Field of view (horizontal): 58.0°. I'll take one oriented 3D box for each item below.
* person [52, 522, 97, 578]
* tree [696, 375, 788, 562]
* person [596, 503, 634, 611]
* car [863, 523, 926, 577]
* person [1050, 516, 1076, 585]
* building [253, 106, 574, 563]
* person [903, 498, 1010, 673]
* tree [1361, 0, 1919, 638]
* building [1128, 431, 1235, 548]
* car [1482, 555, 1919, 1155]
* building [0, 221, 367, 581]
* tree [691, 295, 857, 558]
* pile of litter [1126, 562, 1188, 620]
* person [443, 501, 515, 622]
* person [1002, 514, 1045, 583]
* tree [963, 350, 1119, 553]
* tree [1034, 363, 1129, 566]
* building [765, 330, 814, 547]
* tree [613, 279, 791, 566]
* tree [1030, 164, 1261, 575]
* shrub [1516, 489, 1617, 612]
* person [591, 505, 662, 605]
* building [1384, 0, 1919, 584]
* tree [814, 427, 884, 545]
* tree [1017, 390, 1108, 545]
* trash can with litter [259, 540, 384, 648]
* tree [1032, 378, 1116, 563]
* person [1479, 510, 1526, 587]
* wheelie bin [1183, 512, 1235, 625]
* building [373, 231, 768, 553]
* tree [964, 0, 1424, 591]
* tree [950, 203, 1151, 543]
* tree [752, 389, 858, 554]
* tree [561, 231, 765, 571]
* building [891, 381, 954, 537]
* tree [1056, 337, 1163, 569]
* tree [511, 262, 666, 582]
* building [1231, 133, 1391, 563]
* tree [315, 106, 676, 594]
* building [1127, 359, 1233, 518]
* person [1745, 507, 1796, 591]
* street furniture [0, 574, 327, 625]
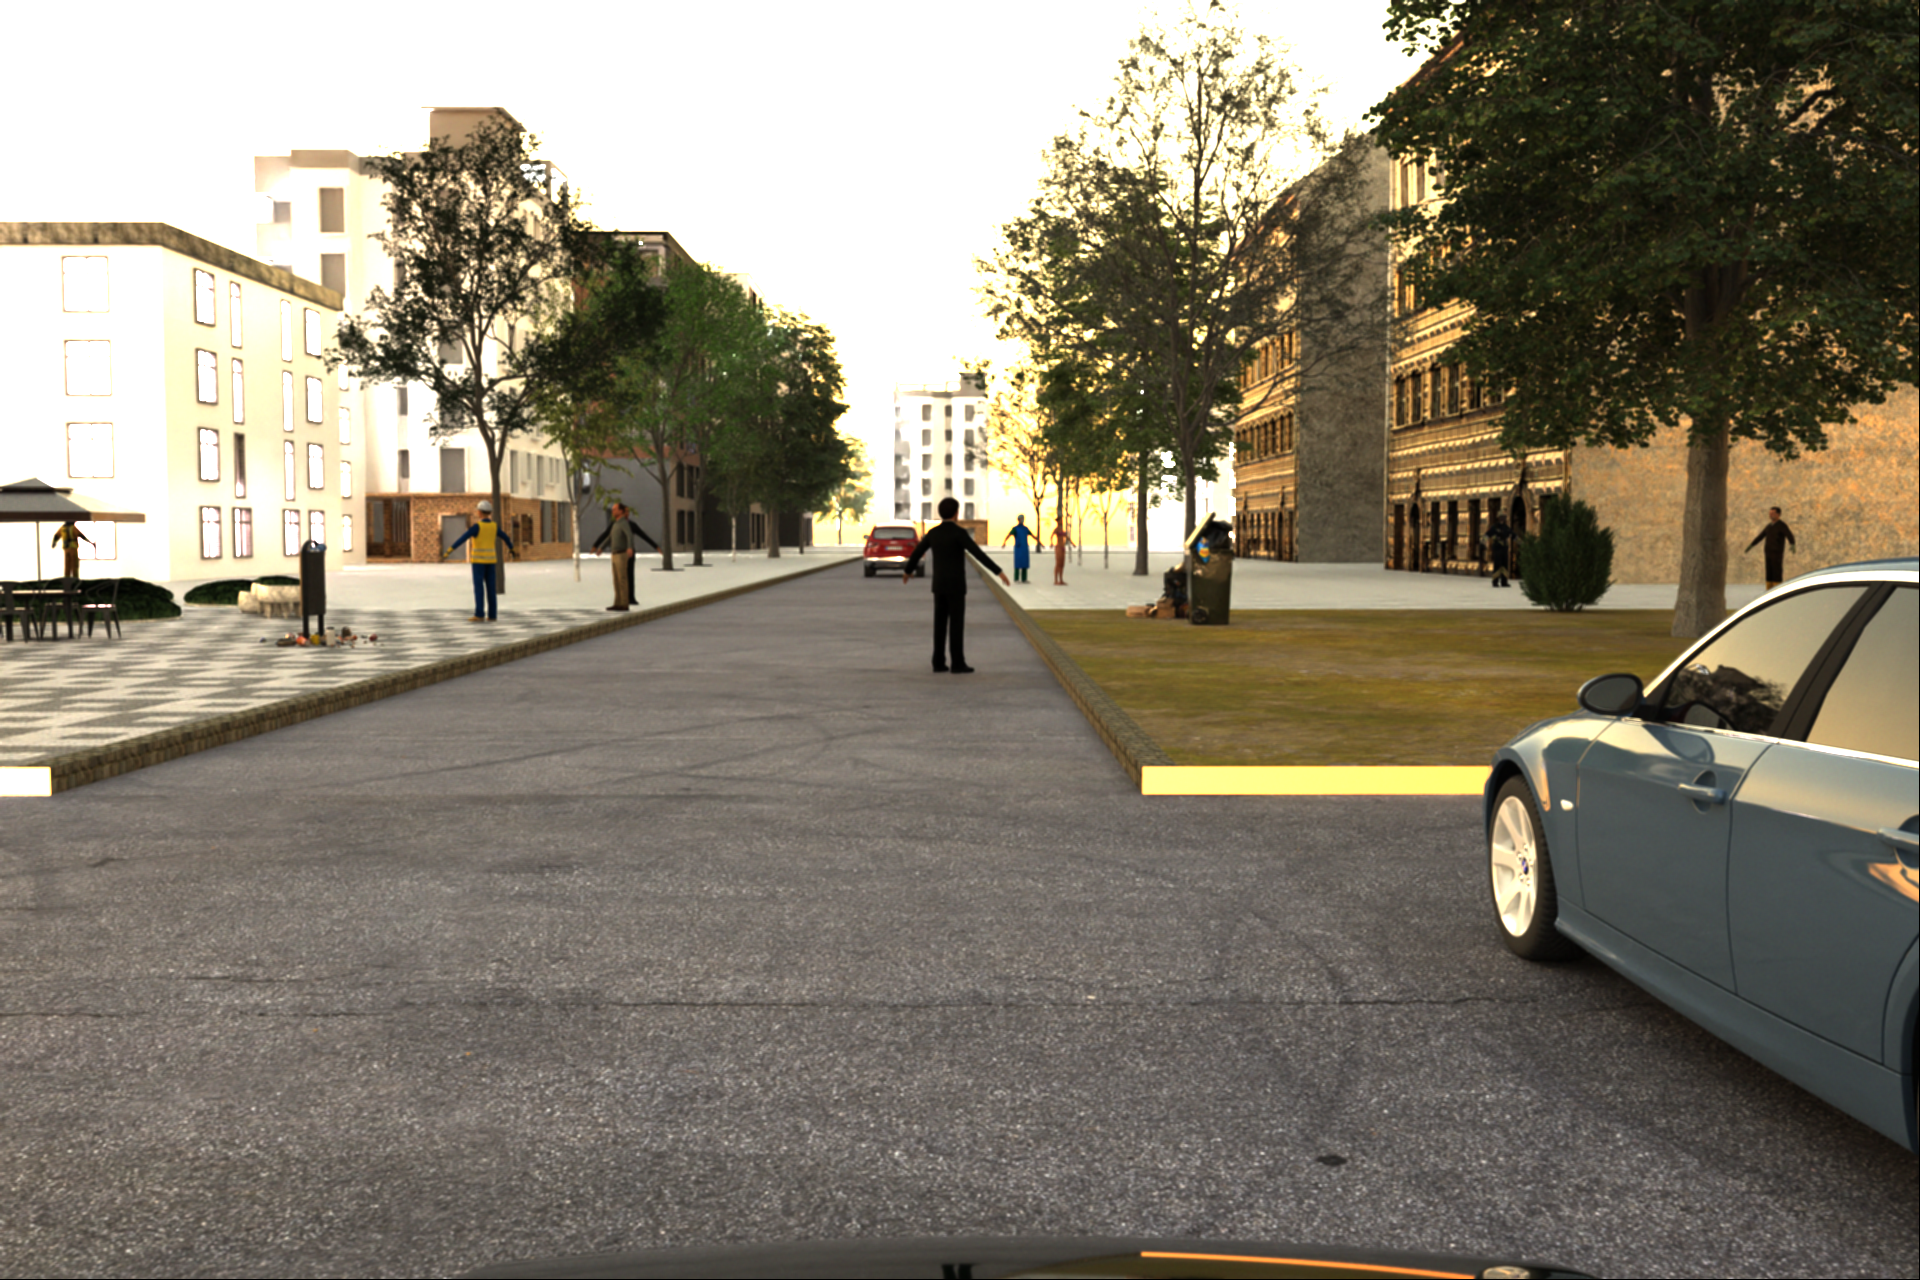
[{"bbox_3d":[-23.087,-2.401,45.031,1.354,1.858,0.705,1,4,15],"label":"person"},{"bbox_3d":[-10.489,-7.829,78.364,4.360,8.622,3.978,0,3,0],"label":"tree"},{"bbox_3d":[-5.716,-1.388,28.964,0.705,1.796,1.348,-2,4,-35],"label":"person"},{"bbox_3d":[-2.210,-3.092,59.235,2.281,1.827,5.304,0,4,-1],"label":"car"},{"bbox_3d":[2.586,-2.255,43.669,0.721,1.733,1.217,2,4,33],"label":"person"},{"bbox_3d":[-25.286,-13.553,78.009,16.016,20.090,11.380,0,4,0],"label":"building"},{"bbox_3d":[-0.093,-0.569,17.946,1.347,1.806,0.705,3,4,36],"label":"person"},{"bbox_3d":[9.236,-7.014,21.339,9.857,13.997,8.962,0,3,0],"label":"tree"},{"bbox_3d":[20.968,-13.008,154.820,9.099,9.664,28.070,0,4,-1],"label":"building"},{"bbox_3d":[2.739,0.467,4.367,2.014,1.417,4.499,0,4,0],"label":"car"},{"bbox_3d":[-26.098,-7.247,60.640,9.099,9.664,28.070,0,4,-1],"label":"building"},{"bbox_3d":[-10.092,-11.473,94.233,9.857,13.997,8.962,0,3,0],"label":"tree"},{"bbox_3d":[3.140,-0.780,26.712,1.176,0.858,1.719,0,3,0],"label":"pile of litter"},{"bbox_3d":[-7.057,-1.166,25.533,0.721,1.772,1.216,3,5,40],"label":"person"},{"bbox_3d":[1.612,-2.383,45.096,1.347,1.817,0.704,-2,4,-34],"label":"person"},{"bbox_3d":[5.224,-12.541,115.421,12.009,13.543,11.850,0,3,0],"label":"tree"},{"bbox_3d":[4.662,-7.326,70.147,4.360,8.622,3.978,0,3,0],"label":"tree"},{"bbox_3d":[-29.597,-19.956,170.256,27.936,21.610,32.646,0,4,0],"label":"building"},{"bbox_3d":[-10.381,-8.780,69.310,9.928,11.665,9.643,0,3,0],"label":"tree"},{"bbox_3d":[5.774,-8.316,54.097,7.486,12.596,7.792,0,3,0],"label":"tree"},{"bbox_3d":[10.003,-1.482,28.649,1.690,2.028,1.600,0,3,0],"label":"shrub"},{"bbox_3d":[-6.074,-1.542,31.439,1.346,1.802,0.704,-2,4,-30],"label":"person"},{"bbox_3d":[24.628,-13.564,52.703,19.493,23.208,18.063,0,4,-1],"label":"building"},{"bbox_3d":[-14.017,-18.159,203.554,9.857,13.997,8.962,0,3,0],"label":"tree"},{"bbox_3d":[13.083,-21.196,202.442,12.611,20.169,13.585,0,3,0],"label":"tree"},{"bbox_3d":[-7.444,-0.582,20.574,1.678,1.210,2.233,0,4,-1],"label":"trash can with litter"},{"bbox_3d":[4.843,-7.748,77.036,4.360,8.622,3.978,0,3,0],"label":"tree"},{"bbox_3d":[13.117,-2.212,41.944,1.354,1.856,0.705,-1,4,-17],"label":"person"},{"bbox_3d":[3.559,-1.026,24.683,0.693,1.594,0.980,0,3,0],"label":"wheelie bin"},{"bbox_3d":[-30.362,-17.686,133.146,27.936,21.610,32.646,0,4,-1],"label":"building"},{"bbox_3d":[5.203,-7.858,38.848,12.009,13.543,11.850,0,3,0],"label":"tree"},{"bbox_3d":[5.894,-14.702,96.270,12.611,20.169,13.585,0,3,0],"label":"tree"},{"bbox_3d":[-10.282,-10.739,109.994,8.767,10.594,7.601,1,4,22],"label":"tree"},{"bbox_3d":[-10.422,-8.243,60.522,9.928,11.665,9.643,0,3,0],"label":"tree"},{"bbox_3d":[-7.724,-21.210,205.666,11.380,20.090,16.016,0,4,-8],"label":"building"},{"bbox_3d":[5.425,-6.980,64.482,4.360,8.622,3.978,0,3,0],"label":"tree"},{"bbox_3d":[-10.199,-5.868,46.298,4.737,8.622,4.395,0,3,0],"label":"tree"},{"bbox_3d":[24.122,-15.540,85.012,19.493,23.208,18.063,0,4,0],"label":"building"},{"bbox_3d":[-9.770,-6.280,37.093,8.767,10.594,7.601,1,4,14],"label":"tree"},{"bbox_3d":[23.085,-20.078,184.693,16.016,20.090,11.380,0,3,0],"label":"building"},{"bbox_3d":[15.878,-1.694,33.827,0.704,1.812,1.346,-1,4,-15],"label":"person"},{"bbox_3d":[-13.722,-0.839,29.352,5.734,0.657,10.072,-1,4,-22],"label":"street furniture"}]
